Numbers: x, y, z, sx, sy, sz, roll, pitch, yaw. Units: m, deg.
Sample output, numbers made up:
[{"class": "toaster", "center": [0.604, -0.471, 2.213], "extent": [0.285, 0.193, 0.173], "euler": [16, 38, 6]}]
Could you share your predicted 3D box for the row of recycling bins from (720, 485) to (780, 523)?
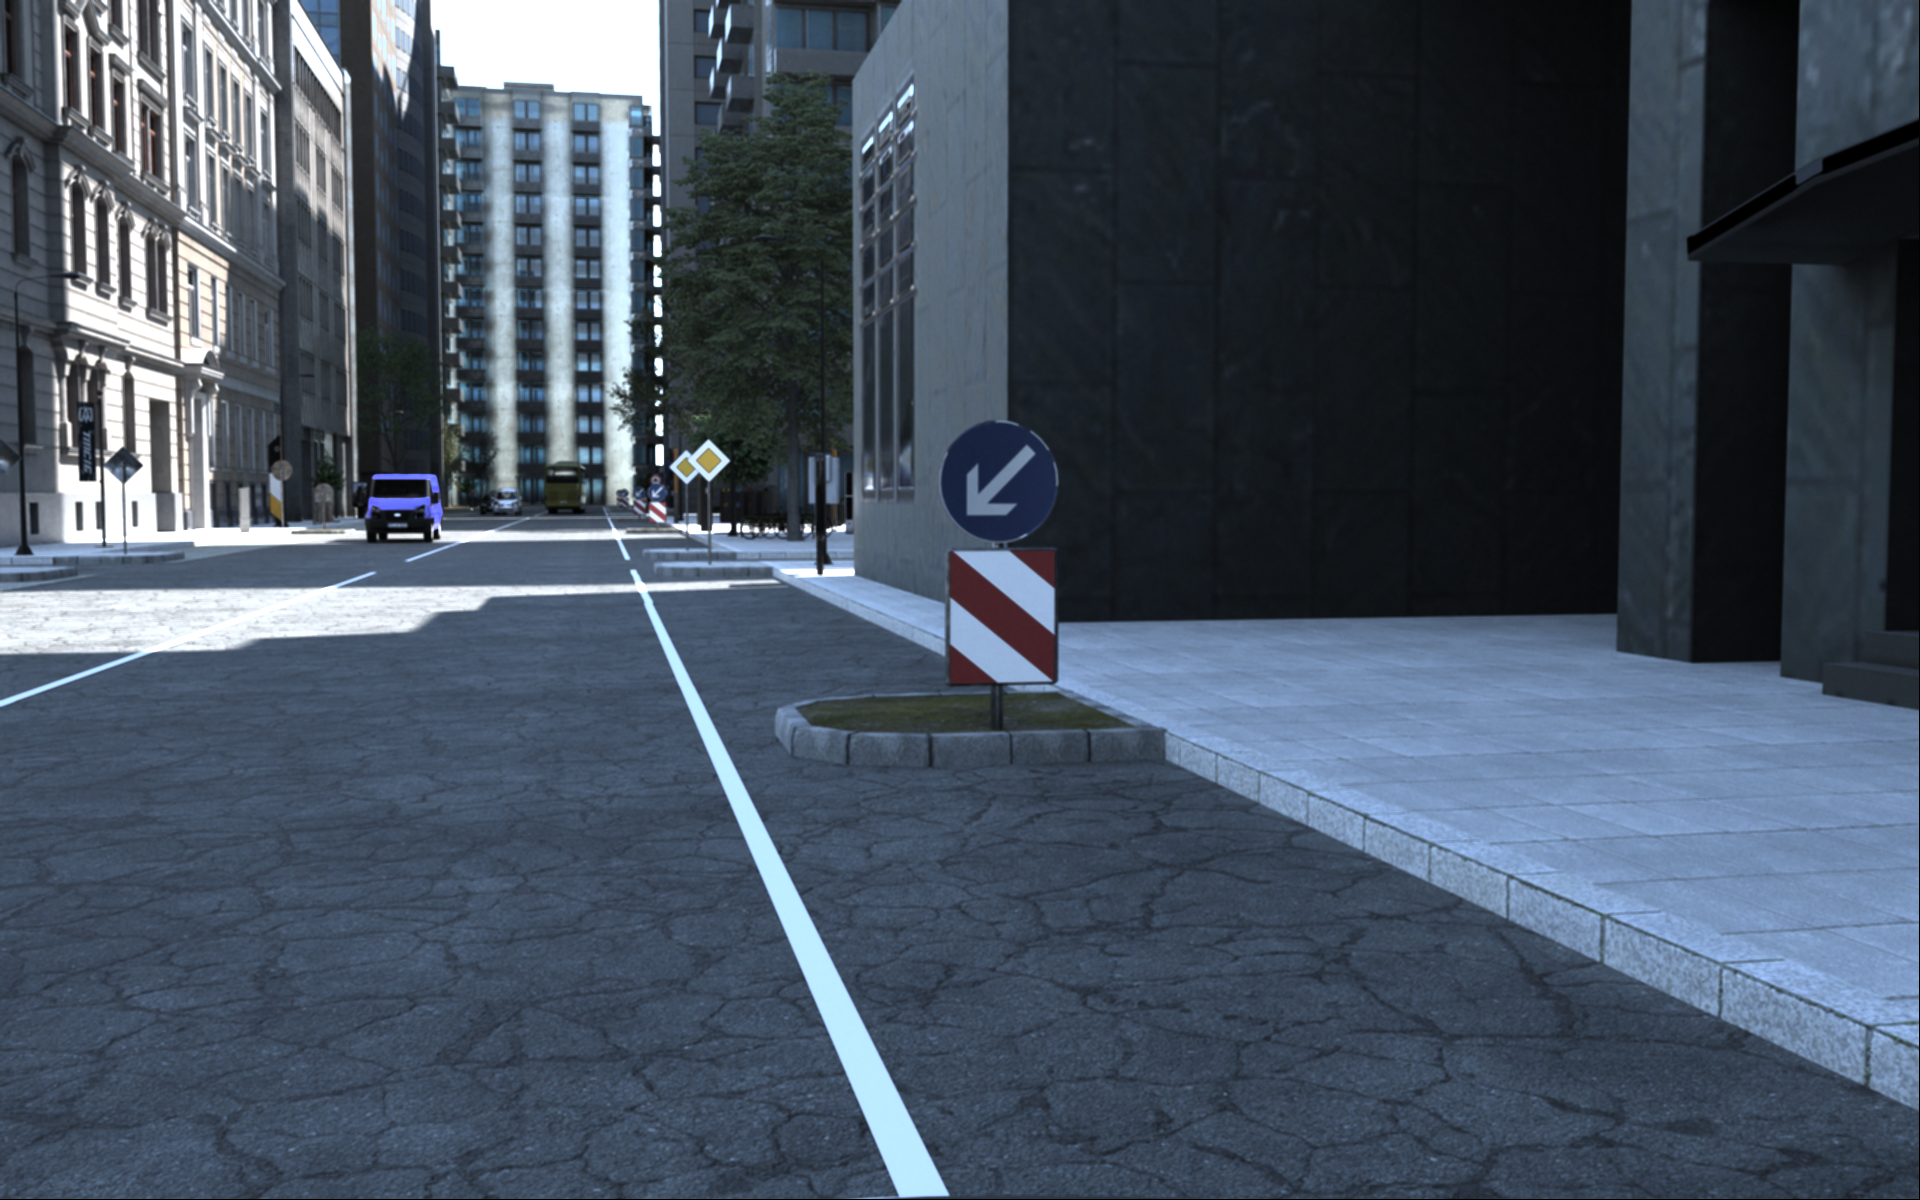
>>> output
[{"class": "row of recycling bins", "center": [-9.373, -4.288, 77.220], "extent": [3.534, 1.692, 1.069], "euler": [3, 5, 40]}]

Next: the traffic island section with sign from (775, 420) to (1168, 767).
[{"class": "traffic island section with sign", "center": [-0.045, -0.089, 10.083], "extent": [1.989, 1.847, 2.006], "euler": [-1, 4, -12]}]

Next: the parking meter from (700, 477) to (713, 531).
[{"class": "parking meter", "center": [-8.705, -3.292, 59.538], "extent": [0.399, 1.863, 0.255], "euler": [-2, 4, -32]}]

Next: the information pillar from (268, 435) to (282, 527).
[{"class": "information pillar", "center": [-27.047, -4.714, 68.432], "extent": [0.183, 3.616, 0.504], "euler": [3, 5, 40]}]

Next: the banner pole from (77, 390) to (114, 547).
[{"class": "banner pole", "center": [-20.845, -3.159, 41.667], "extent": [0.401, 3.779, 0.863], "euler": [2, 4, 26]}]

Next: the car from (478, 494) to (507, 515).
[{"class": "car", "center": [-32.731, -6.835, 121.531], "extent": [2.009, 1.686, 4.222], "euler": [-1, 4, -13]}]

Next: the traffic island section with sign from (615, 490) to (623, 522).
[{"class": "traffic island section with sign", "center": [-16.745, -4.965, 89.801], "extent": [1.989, 1.847, 2.006], "euler": [-1, 4, -12]}]

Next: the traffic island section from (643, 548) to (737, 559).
[{"class": "traffic island section", "center": [-6.171, -1.043, 39.338], "extent": [2.009, 0.180, 2.903], "euler": [-1, 4, -12]}]

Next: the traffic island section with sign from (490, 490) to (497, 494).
[{"class": "traffic island section with sign", "center": [-44.152, -9.516, 164.212], "extent": [1.989, 1.847, 2.006], "euler": [-1, 4, -12]}]

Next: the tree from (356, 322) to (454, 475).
[{"class": "tree", "center": [-34.487, -10.995, 105.517], "extent": [9.928, 11.665, 9.643], "euler": [0, 3, 0]}]

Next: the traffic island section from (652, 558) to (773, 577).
[{"class": "traffic island section", "center": [-4.534, -0.565, 31.522], "extent": [2.009, 0.180, 2.903], "euler": [-1, 4, -12]}]

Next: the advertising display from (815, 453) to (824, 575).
[{"class": "advertising display", "center": [-2.244, -1.375, 27.702], "extent": [0.123, 1.923, 0.974], "euler": [0, 4, -6]}]

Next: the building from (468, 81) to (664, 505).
[{"class": "building", "center": [-50.475, -35.755, 204.205], "extent": [30.456, 49.044, 23.786], "euler": [-1, 4, -12]}]

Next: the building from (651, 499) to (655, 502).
[{"class": "building", "center": [-15.430, -29.728, 177.933], "extent": [32.217, 40.220, 23.993], "euler": [-1, 4, -12]}]

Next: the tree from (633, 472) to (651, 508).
[{"class": "tree", "center": [-30.043, -10.269, 162.502], "extent": [1.663, 3.219, 1.824], "euler": [0, 3, 0]}]

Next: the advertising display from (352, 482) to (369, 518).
[{"class": "advertising display", "center": [-31.496, -5.250, 91.053], "extent": [0.974, 1.923, 0.123], "euler": [1, 4, 17]}]

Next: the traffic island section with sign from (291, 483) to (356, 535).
[{"class": "traffic island section with sign", "center": [-22.711, -3.255, 61.852], "extent": [1.989, 1.847, 2.006], "euler": [-1, 4, -12]}]

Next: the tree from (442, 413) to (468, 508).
[{"class": "tree", "center": [-45.987, -12.539, 155.370], "extent": [4.737, 8.622, 4.395], "euler": [0, 3, 0]}]

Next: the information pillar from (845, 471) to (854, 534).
[{"class": "information pillar", "center": [-3.496, -3.133, 55.713], "extent": [0.304, 2.012, 0.304], "euler": [2, 4, 24]}]

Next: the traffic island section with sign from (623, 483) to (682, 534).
[{"class": "traffic island section with sign", "center": [-11.214, -3.351, 63.417], "extent": [1.989, 1.847, 2.006], "euler": [-1, 4, -12]}]

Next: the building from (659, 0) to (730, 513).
[{"class": "building", "center": [-11.872, -35.963, 130.001], "extent": [21.231, 58.520, 28.212], "euler": [-1, 4, -12]}]

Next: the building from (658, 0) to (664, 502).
[{"class": "building", "center": [-25.255, -47.059, 207.663], "extent": [20.611, 71.187, 20.563], "euler": [-1, 4, -12]}]

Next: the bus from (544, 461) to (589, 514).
[{"class": "bus", "center": [-29.247, -8.393, 128.774], "extent": [2.896, 3.916, 12.252], "euler": [-1, 4, -10]}]

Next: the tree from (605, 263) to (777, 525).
[{"class": "tree", "center": [-10.966, -8.340, 70.777], "extent": [7.601, 10.594, 8.767], "euler": [-3, 4, -37]}]

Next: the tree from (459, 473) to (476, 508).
[{"class": "tree", "center": [-45.985, -10.223, 161.743], "extent": [1.663, 3.219, 1.824], "euler": [0, 3, 0]}]

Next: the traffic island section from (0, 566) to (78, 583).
[{"class": "traffic island section", "center": [-16.174, -0.417, 29.098], "extent": [2.009, 0.180, 2.903], "euler": [-1, 4, -12]}]

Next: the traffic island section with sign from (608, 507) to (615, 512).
[{"class": "traffic island section with sign", "center": [-27.035, -7.970, 138.940], "extent": [1.989, 1.847, 2.006], "euler": [-1, 4, -12]}]

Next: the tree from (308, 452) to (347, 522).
[{"class": "tree", "center": [-28.875, -5.146, 78.744], "extent": [1.663, 3.219, 1.824], "euler": [0, 3, 0]}]

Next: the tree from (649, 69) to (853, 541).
[{"class": "tree", "center": [-4.573, -7.856, 46.579], "extent": [7.486, 12.596, 7.792], "euler": [0, 3, 0]}]

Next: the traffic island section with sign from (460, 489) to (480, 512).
[{"class": "traffic island section with sign", "center": [-38.457, -7.854, 137.047], "extent": [1.989, 1.847, 2.006], "euler": [-1, 4, -12]}]

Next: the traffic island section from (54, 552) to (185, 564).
[{"class": "traffic island section", "center": [-17.811, -0.895, 36.914], "extent": [2.009, 0.180, 2.903], "euler": [-1, 4, -12]}]

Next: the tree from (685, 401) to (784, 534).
[{"class": "tree", "center": [-7.248, -4.441, 56.330], "extent": [4.285, 4.588, 4.351], "euler": [0, 3, 0]}]

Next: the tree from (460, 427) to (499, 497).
[{"class": "tree", "center": [-51.490, -14.415, 186.047], "extent": [4.360, 8.622, 3.978], "euler": [0, 3, 0]}]
